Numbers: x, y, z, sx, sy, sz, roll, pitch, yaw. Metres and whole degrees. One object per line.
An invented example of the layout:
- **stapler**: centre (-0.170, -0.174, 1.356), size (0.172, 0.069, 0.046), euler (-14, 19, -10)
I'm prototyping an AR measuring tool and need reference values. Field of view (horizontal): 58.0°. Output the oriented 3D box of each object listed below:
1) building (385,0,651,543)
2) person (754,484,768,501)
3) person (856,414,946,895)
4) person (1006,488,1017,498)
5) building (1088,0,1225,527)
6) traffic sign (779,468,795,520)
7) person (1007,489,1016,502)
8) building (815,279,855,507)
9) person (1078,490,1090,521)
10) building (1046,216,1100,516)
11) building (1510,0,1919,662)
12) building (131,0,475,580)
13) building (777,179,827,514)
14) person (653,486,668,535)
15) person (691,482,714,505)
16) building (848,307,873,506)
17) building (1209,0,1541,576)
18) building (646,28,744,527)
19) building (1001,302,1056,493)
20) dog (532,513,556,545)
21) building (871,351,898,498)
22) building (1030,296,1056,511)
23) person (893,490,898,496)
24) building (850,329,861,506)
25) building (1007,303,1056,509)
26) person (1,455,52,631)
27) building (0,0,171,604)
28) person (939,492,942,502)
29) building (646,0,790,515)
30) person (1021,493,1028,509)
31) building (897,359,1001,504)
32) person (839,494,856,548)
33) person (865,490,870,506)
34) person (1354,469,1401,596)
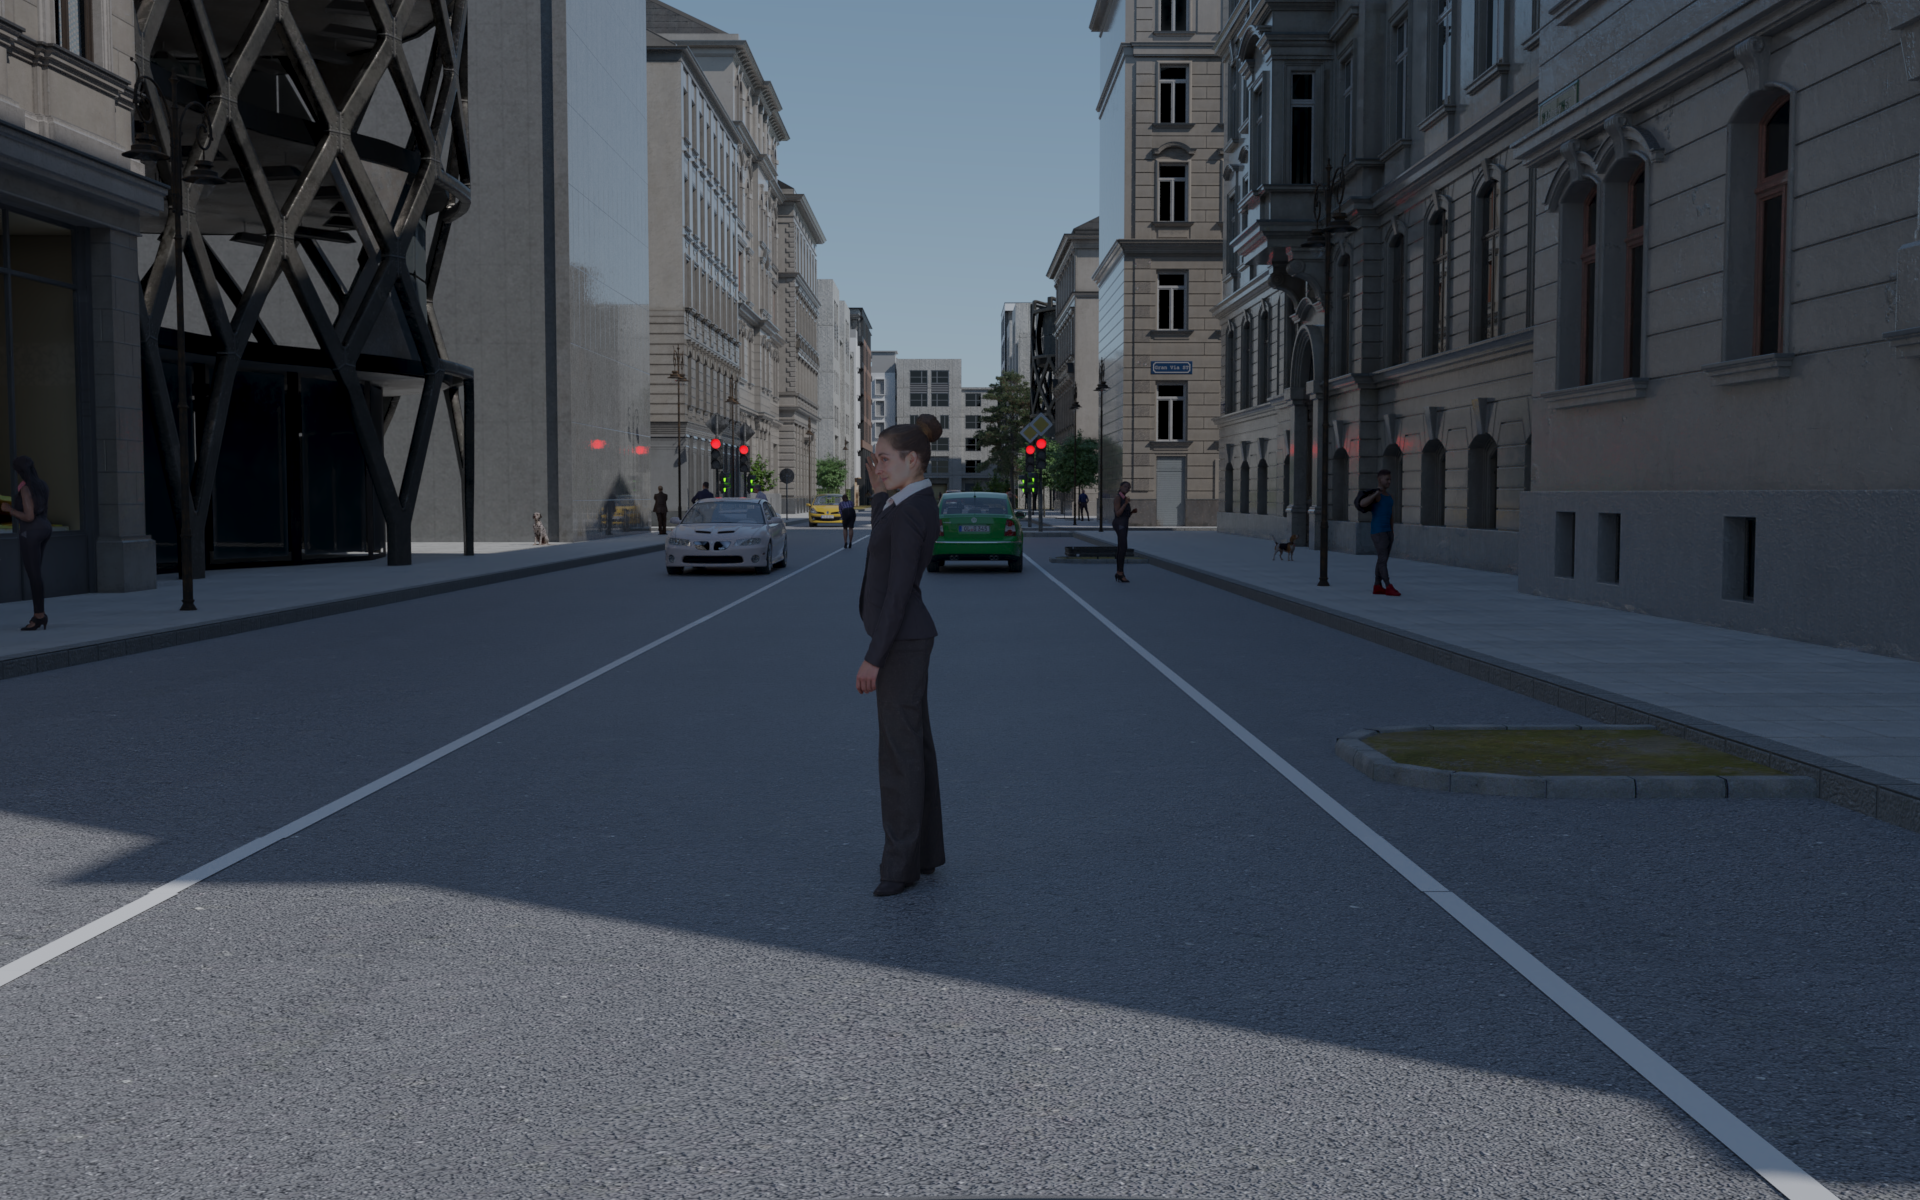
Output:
- **building**: centre (-20.197, -14.248, 50.977), size (19.932, 24.808, 12.078), euler (0, 4, 0)
- **person**: centre (-5.856, -2.505, 50.391), size (0.436, 1.711, 0.756), euler (2, 4, 30)
- **person**: centre (-0.297, 0.171, 6.513), size (0.445, 1.727, 0.742), euler (-2, 4, -29)
- **person**: centre (4.373, -8.959, 152.482), size (1.348, 1.831, 0.705), euler (0, 4, -3)
- **building**: centre (18.415, -16.860, 72.929), size (25.104, 27.353, 12.463), euler (0, 4, 0)
- **traffic sign**: centre (-8.507, -5.197, 85.072), size (0.768, 2.556, 0.104), euler (0, 4, 7)
- **person**: centre (4.290, -8.643, 148.060), size (1.217, 1.736, 0.721), euler (2, 4, 32)
- **building**: centre (-18.904, -17.851, 158.327), size (16.747, 18.905, 31.486), euler (0, 4, 0)
- **person**: centre (5.906, -4.472, 81.862), size (0.574, 1.496, 0.600), euler (1, 4, 20)
- **building**: centre (11.217, -14.995, 109.790), size (10.561, 19.102, 19.286), euler (0, 4, 0)
- **building**: centre (13.534, -13.651, 10.588), size (14.401, 28.519, 23.554), euler (0, 4, 0)
- **building**: centre (-18.028, -10.038, 31.572), size (16.820, 18.784, 16.811), euler (0, 4, 0)
- **building**: centre (-15.345, -17.748, 119.054), size (11.050, 23.489, 19.941), euler (0, 4, 0)
- **person**: centre (-9.464, -2.837, 54.703), size (0.482, 1.546, 0.388), euler (-1, 4, -13)
- **person**: centre (-7.024, -2.325, 46.964), size (0.683, 1.767, 0.568), euler (-2, 4, -27)
- **building**: centre (-27.015, -21.984, 203.413), size (32.646, 21.610, 27.936), euler (0, 4, 0)
- **building**: centre (13.845, -13.532, 40.325), size (14.460, 24.649, 34.723), euler (0, 4, 0)
- **building**: centre (-15.422, -13.887, 76.205), size (9.793, 20.994, 18.267), euler (0, 4, 0)
- **building**: centre (18.599, -21.834, 200.958), size (27.936, 21.610, 32.646), euler (0, 4, 0)
- **dog**: centre (-10.434, -1.784, 43.544), size (0.800, 0.831, 0.513), euler (-3, 4, -38)
- **building**: centre (-13.967, -23.136, 234.687), size (11.380, 20.091, 16.016), euler (0, 4, 0)
- **building**: centre (13.766, -16.278, 133.592), size (16.820, 18.784, 16.811), euler (0, 4, 0)
- **person**: centre (-5.872, -9.414, 162.497), size (1.350, 1.814, 0.705), euler (1, 4, 19)
- **building**: centre (-18.328, -19.772, 179.687), size (16.016, 20.091, 11.380), euler (0, 4, 0)
- **building**: centre (13.458, -18.504, 169.005), size (16.747, 18.905, 31.486), euler (0, 4, 0)
- **person**: centre (-8.814, -0.541, 16.358), size (0.593, 1.643, 0.415), euler (3, 5, 43)
- **building**: centre (-15.161, -9.298, 2.933), size (10.553, 20.767, 40.483), euler (0, 4, 0)
- **person**: centre (-1.912, -10.021, 173.814), size (0.415, 1.643, 0.593), euler (2, 4, 35)
- **building**: centre (-17.411, -18.947, 97.180), size (14.401, 28.519, 23.554), euler (0, 4, 0)
- **person**: centre (5.651, -8.563, 146.062), size (1.348, 1.822, 0.705), euler (3, 5, 42)
- **building**: centre (7.465, -22.534, 234.887), size (31.486, 18.905, 16.747), euler (0, 4, 0)
- **person**: centre (-2.982, -2.078, 45.707), size (0.421, 1.427, 0.697), euler (-1, 4, -17)
- **person**: centre (-9.862, -11.027, 187.050), size (0.721, 1.735, 1.217), euler (-3, 5, -42)
- **person**: centre (5.341, -0.860, 21.966), size (0.662, 1.594, 0.647), euler (3, 4, 37)
